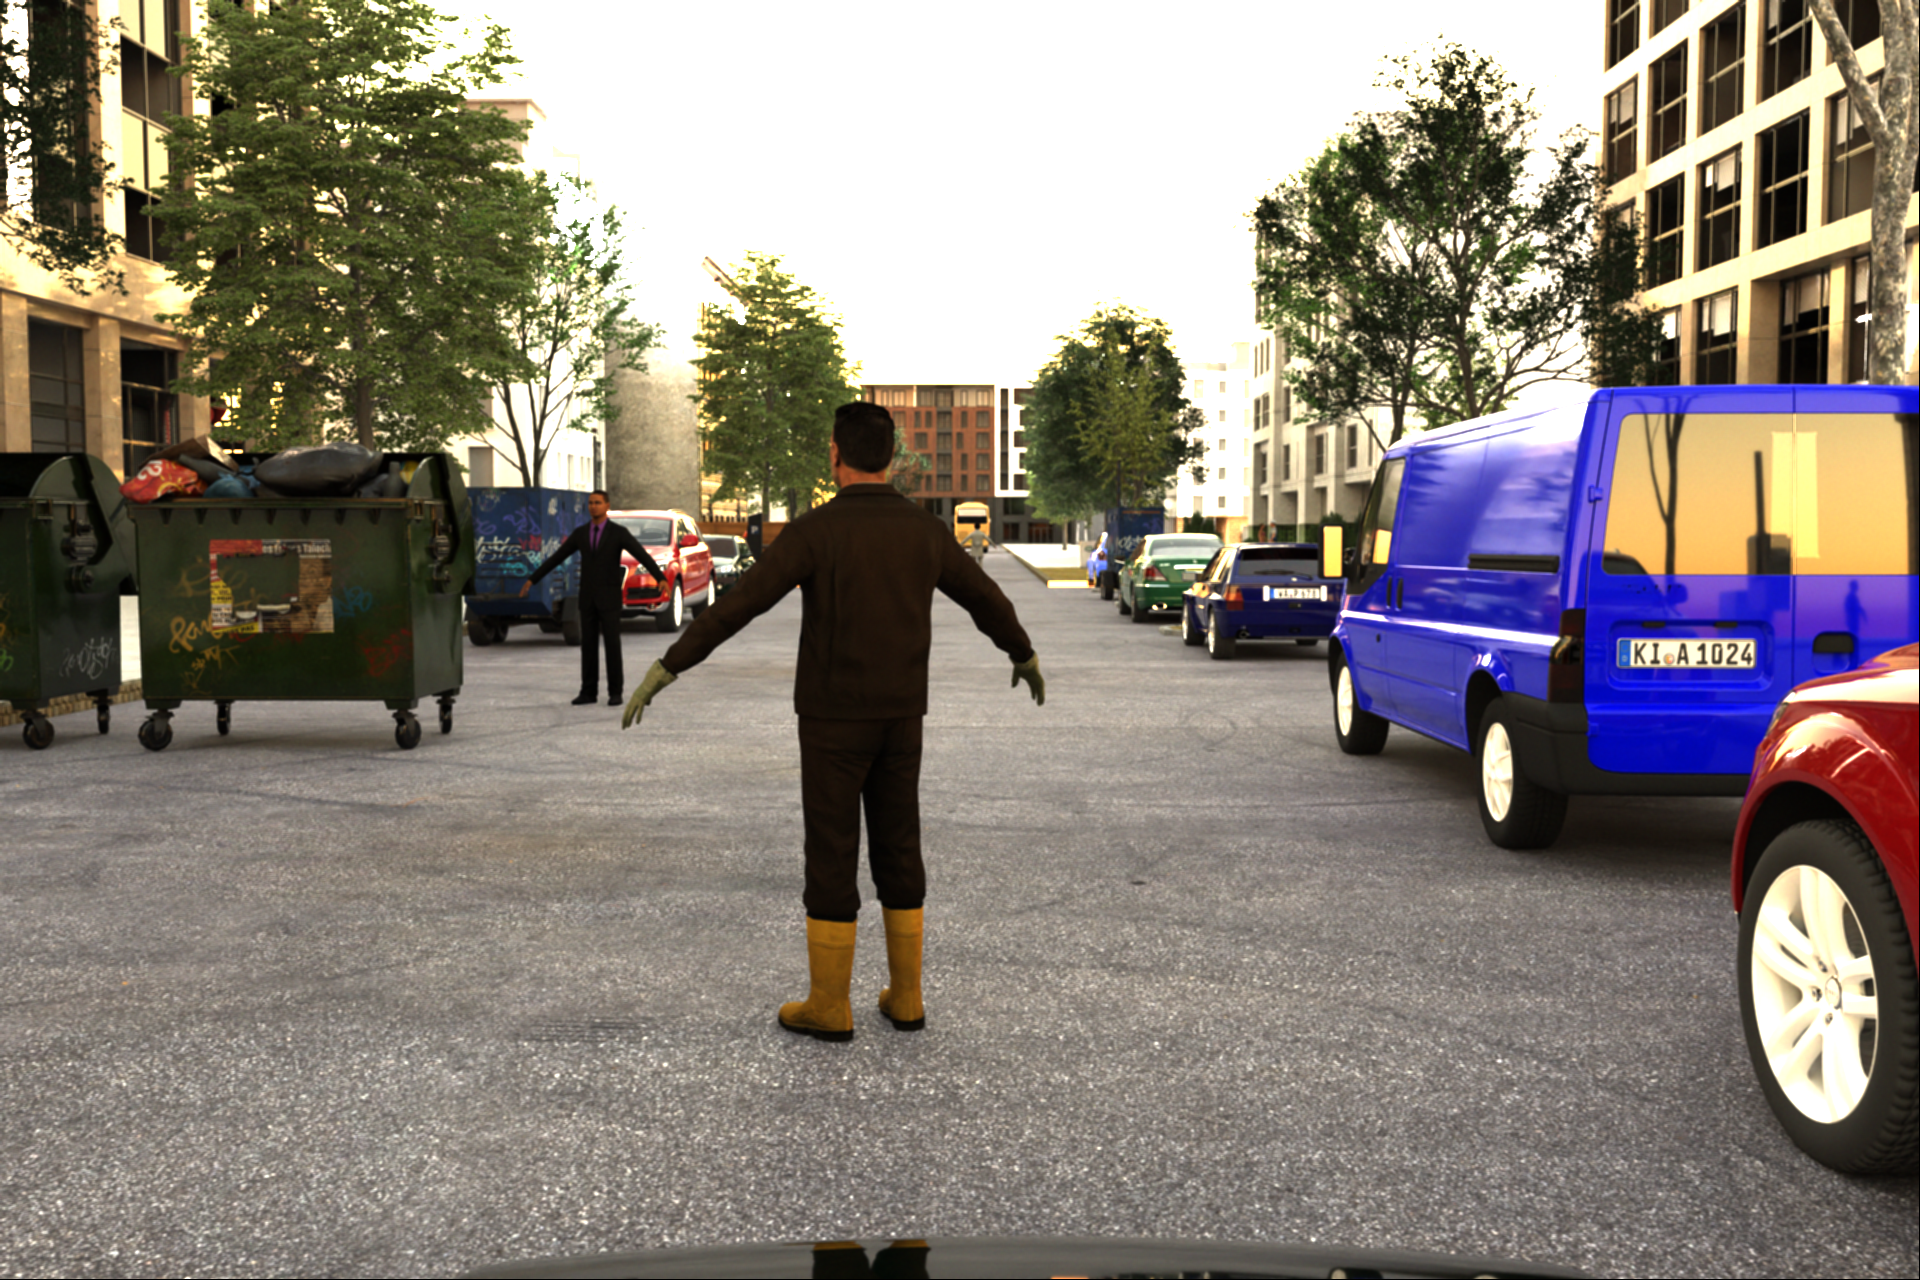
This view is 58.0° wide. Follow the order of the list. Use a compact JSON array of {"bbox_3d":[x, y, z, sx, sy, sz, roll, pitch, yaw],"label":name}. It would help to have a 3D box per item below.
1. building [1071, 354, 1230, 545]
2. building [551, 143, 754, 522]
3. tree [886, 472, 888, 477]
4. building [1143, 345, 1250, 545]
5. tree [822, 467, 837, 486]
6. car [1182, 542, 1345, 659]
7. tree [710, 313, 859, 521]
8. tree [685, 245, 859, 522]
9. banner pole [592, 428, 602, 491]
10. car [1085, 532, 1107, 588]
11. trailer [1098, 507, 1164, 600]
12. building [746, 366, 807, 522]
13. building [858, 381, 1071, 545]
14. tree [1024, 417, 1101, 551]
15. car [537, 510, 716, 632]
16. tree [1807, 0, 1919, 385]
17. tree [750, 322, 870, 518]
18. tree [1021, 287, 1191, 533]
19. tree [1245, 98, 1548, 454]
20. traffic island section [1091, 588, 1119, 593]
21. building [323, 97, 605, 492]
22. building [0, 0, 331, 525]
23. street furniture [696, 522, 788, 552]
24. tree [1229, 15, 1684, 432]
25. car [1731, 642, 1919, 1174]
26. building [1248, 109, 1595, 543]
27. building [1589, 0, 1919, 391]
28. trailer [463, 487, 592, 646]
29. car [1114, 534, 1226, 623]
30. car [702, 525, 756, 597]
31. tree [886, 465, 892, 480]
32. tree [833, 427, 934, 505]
[{"bbox_3d":[27.482,-22.547,212.618,27.936,21.610,32.646,0,4,1],"label":"building"},{"bbox_3d":[-23.126,-16.608,102.476,19.493,23.208,18.063,0,4,1],"label":"building"},{"bbox_3d":[-7.433,-10.992,130.077,4.737,8.622,4.395,0,3,0],"label":"tree"},{"bbox_3d":[24.185,-19.881,181.468,16.016,20.090,11.380,0,4,0],"label":"building"},{"bbox_3d":[-7.400,-10.000,113.854,4.737,8.622,4.395,0,3,0],"label":"tree"},{"bbox_3d":[3.738,-0.523,21.126,1.945,1.354,3.894,0,4,0],"label":"car"},{"bbox_3d":[-7.849,-9.462,80.465,9.928,11.665,9.643,0,3,0],"label":"tree"},{"bbox_3d":[-7.455,-9.208,68.682,7.486,12.596,7.792,0,3,0],"label":"tree"},{"bbox_3d":[-8.579,-3.121,41.038,0.401,3.779,0.863,0,4,2],"label":"banner pole"},{"bbox_3d":[4.327,-2.246,46.306,1.945,1.707,3.694,0,4,0],"label":"car"},{"bbox_3d":[3.809,-1.923,38.491,1.471,1.999,3.904,0,4,0],"label":"trailer"},{"bbox_3d":[-25.574,-21.035,174.857,19.493,23.208,18.063,0,4,2],"label":"building"},{"bbox_3d":[2.672,-24.305,243.821,32.646,21.610,27.936,0,4,1],"label":"building"},{"bbox_3d":[8.511,-13.208,134.073,7.486,12.596,7.792,0,3,0],"label":"tree"},{"bbox_3d":[-5.089,-1.116,26.919,2.281,1.827,5.304,0,4,1],"label":"car"},{"bbox_3d":[8.540,-9.956,18.668,12.611,20.169,13.585,0,3,0],"label":"tree"},{"bbox_3d":[-8.009,-10.645,92.166,7.486,12.596,7.792,0,3,0],"label":"tree"},{"bbox_3d":[7.893,-11.290,91.241,9.857,13.997,8.962,0,3,0],"label":"tree"},{"bbox_3d":[10.493,-7.089,41.668,9.928,11.665,9.643,0,3,0],"label":"tree"},{"bbox_3d":[4.243,-1.217,42.767,1.991,0.108,1.994,0,4,2],"label":"traffic island section"},{"bbox_3d":[-23.573,-13.464,76.562,16.016,20.090,11.380,0,4,2],"label":"building"},{"bbox_3d":[-31.644,-16.631,38.140,22.709,31.103,35.509,0,4,0],"label":"building"},{"bbox_3d":[-8.659,-3.494,63.985,11.010,1.723,9.812,1,4,20],"label":"street furniture"},{"bbox_3d":[9.380,-5.910,31.047,8.767,10.594,7.601,-2,4,-31],"label":"tree"},{"bbox_3d":[2.941,0.390,2.292,2.281,1.827,5.304,0,4,0],"label":"car"},{"bbox_3d":[24.309,-13.119,80.947,16.747,18.905,31.486,0,4,1],"label":"building"},{"bbox_3d":[29.865,-14.416,38.898,19.351,26.588,34.151,0,4,1],"label":"building"},{"bbox_3d":[-5.545,-0.901,21.785,1.471,1.999,3.904,0,4,1],"label":"trailer"},{"bbox_3d":[3.720,-1.076,29.394,2.131,1.459,4.920,0,4,1],"label":"car"},{"bbox_3d":[-5.413,-1.693,37.467,2.009,1.686,4.222,0,4,1],"label":"car"},{"bbox_3d":[-7.143,-10.435,120.969,4.737,8.622,4.395,0,3,0],"label":"tree"},{"bbox_3d":[-6.641,-12.586,140.191,8.767,10.594,7.601,-1,4,-19],"label":"tree"}]
